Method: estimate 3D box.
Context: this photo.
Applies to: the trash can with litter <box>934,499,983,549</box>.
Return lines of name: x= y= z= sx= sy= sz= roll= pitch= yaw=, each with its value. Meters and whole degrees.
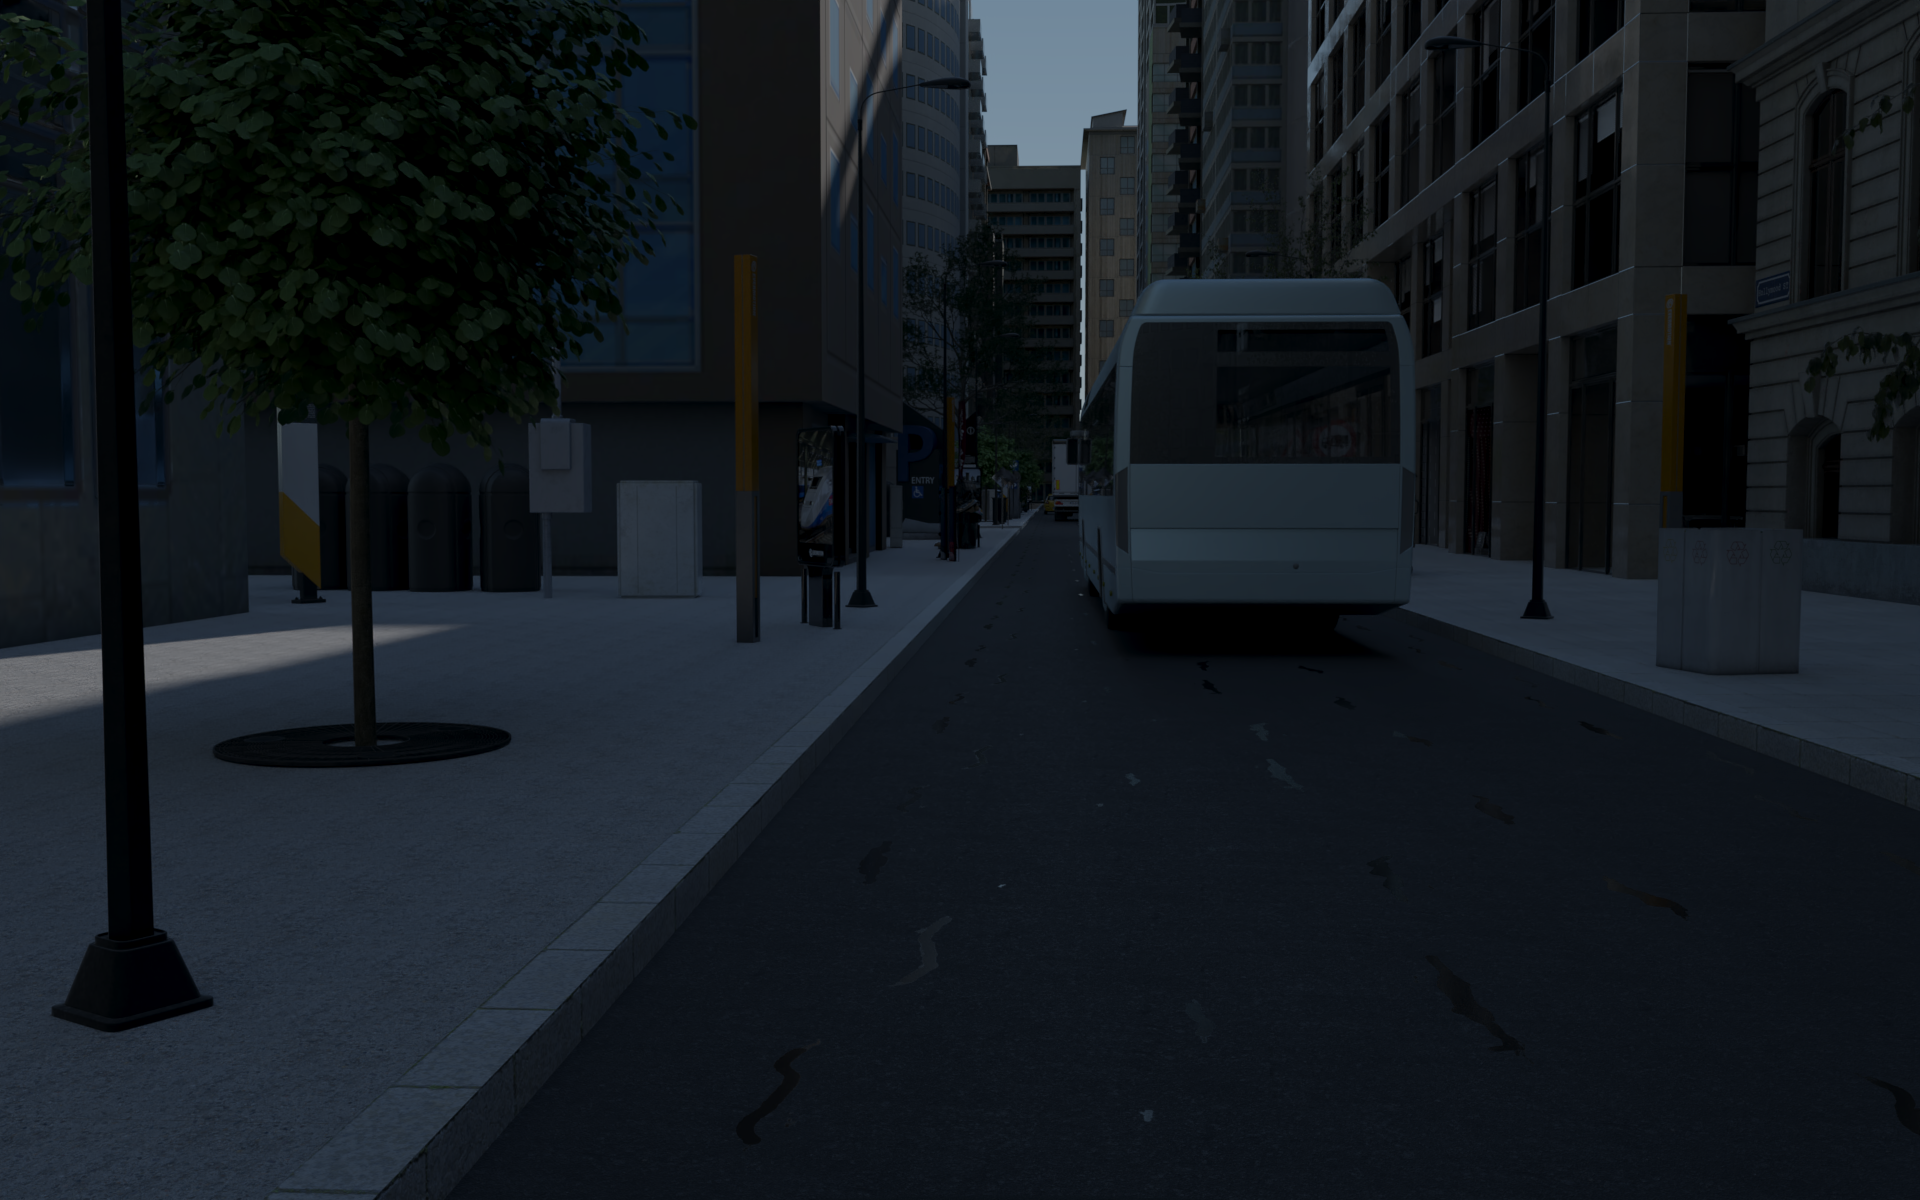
trash can with litter: x=-0.035 y=-1.769 z=40.312 sx=1.055 sy=1.170 sz=0.624 roll=-2 pitch=4 yaw=-27

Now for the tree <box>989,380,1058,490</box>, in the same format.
tree: x=3.846 y=-9.873 z=111.791 sx=4.360 sy=8.622 sz=3.978 roll=0 pitch=3 yaw=0

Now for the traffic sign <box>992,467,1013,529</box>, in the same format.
traffic sign: x=1.552 y=-3.643 z=63.213 sx=0.795 sy=2.450 sz=0.064 roll=0 pitch=4 yaw=3

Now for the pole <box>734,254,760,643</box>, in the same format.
pole: x=-1.831 y=-1.288 z=14.902 sx=0.158 sy=3.312 sz=0.155 roll=0 pitch=3 yaw=0

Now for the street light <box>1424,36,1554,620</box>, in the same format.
street light: x=5.416 y=-2.764 z=17.731 sx=1.470 sy=5.913 sz=1.316 roll=0 pitch=4 yaw=3

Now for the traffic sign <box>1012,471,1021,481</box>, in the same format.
traffic sign: x=2.932 y=-5.773 z=94.501 sx=0.768 sy=2.556 sz=0.104 roll=1 pitch=4 yaw=13

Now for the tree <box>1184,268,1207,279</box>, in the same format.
tree: x=8.070 y=-6.461 z=55.993 sx=4.737 sy=8.622 sz=4.395 roll=0 pitch=3 yaw=0

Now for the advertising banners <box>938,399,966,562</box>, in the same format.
advertising banners: x=-0.146 y=-2.253 z=33.027 sx=0.090 sy=3.025 sz=2.074 roll=-1 pitch=4 yaw=-13

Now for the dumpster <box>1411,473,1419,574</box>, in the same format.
dumpster: x=6.646 y=-1.360 z=27.993 sx=1.264 sy=1.857 sz=1.865 roll=0 pitch=4 yaw=3

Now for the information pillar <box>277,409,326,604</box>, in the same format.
information pillar: x=-7.713 y=-1.765 z=20.210 sx=0.183 sy=3.616 sz=0.504 roll=2 pitch=4 yaw=35

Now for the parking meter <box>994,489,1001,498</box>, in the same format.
parking meter: x=1.963 y=-4.975 z=89.758 sx=0.372 sy=1.533 sz=0.369 roll=0 pitch=3 yaw=0

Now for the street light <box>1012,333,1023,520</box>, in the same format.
street light: x=1.012 y=-4.749 z=50.185 sx=1.470 sy=5.913 sz=1.316 roll=0 pitch=4 yaw=3

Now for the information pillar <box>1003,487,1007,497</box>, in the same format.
information pillar: x=2.454 y=-6.112 z=91.278 sx=0.504 sy=3.616 sz=0.183 roll=-2 pitch=4 yaw=-32

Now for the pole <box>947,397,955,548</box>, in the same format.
pole: x=-0.214 y=-2.614 z=36.587 sx=0.158 sy=3.312 sz=0.155 roll=0 pitch=3 yaw=0

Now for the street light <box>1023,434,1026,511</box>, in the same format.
street light: x=2.023 y=-6.022 z=71.002 sx=1.470 sy=5.913 sz=1.316 roll=0 pitch=4 yaw=3

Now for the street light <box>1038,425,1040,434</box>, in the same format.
street light: x=3.769 y=-7.834 z=100.626 sx=1.470 sy=5.913 sz=1.316 roll=0 pitch=4 yaw=3

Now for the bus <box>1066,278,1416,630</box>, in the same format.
bus: x=2.893 y=-1.626 z=21.449 sx=2.948 sy=3.499 sz=13.247 roll=0 pitch=4 yaw=2

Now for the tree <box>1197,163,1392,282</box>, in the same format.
tree: x=7.379 y=-5.355 z=37.911 sx=4.360 sy=8.622 sz=3.978 roll=0 pitch=3 yaw=0

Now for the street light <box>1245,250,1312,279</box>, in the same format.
street light: x=6.141 y=-3.708 z=33.166 sx=1.470 sy=5.913 sz=1.316 roll=0 pitch=4 yaw=3

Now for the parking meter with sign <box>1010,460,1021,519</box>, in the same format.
parking meter with sign: x=2.871 y=-5.732 z=89.972 sx=0.543 sy=3.016 sz=1.738 roll=1 pitch=4 yaw=8

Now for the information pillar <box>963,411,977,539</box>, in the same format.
information pillar: x=0.222 y=-3.517 z=48.865 sx=0.504 sy=3.616 sz=0.183 roll=-1 pitch=4 yaw=-9

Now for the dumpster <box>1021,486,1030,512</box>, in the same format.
dumpster: x=4.150 y=-7.279 z=121.497 sx=1.502 sy=2.255 sz=1.985 roll=0 pitch=4 yaw=3

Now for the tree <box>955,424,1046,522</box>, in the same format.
tree: x=1.115 y=-5.891 z=80.030 sx=4.285 sy=4.588 sz=4.351 roll=0 pitch=3 yaw=0

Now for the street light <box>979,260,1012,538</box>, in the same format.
street light: x=0.242 y=-3.796 z=34.612 sx=1.470 sy=5.913 sz=1.316 roll=0 pitch=4 yaw=3

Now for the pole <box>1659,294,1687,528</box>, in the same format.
pole: x=7.315 y=-1.464 z=17.786 sx=0.158 sy=3.312 sz=0.155 roll=0 pitch=3 yaw=0

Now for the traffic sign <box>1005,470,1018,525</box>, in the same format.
traffic sign: x=1.978 y=-4.131 z=71.187 sx=0.795 sy=2.450 sz=0.064 roll=0 pitch=4 yaw=3

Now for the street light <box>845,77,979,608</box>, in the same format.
street light: x=-0.579 y=-2.871 z=19.484 sx=1.470 sy=5.913 sz=1.316 roll=0 pitch=4 yaw=3

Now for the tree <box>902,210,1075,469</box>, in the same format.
tree: x=0.218 y=-7.472 z=56.573 sx=7.601 sy=10.594 sz=8.767 roll=0 pitch=4 yaw=-7

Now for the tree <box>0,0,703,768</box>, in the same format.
tree: x=-2.936 y=-1.527 z=8.674 sx=4.285 sy=4.588 sz=4.351 roll=0 pitch=3 yaw=0

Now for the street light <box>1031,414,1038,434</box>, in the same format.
street light: x=2.971 y=-6.923 z=85.738 sx=1.470 sy=5.913 sz=1.316 roll=0 pitch=4 yaw=3

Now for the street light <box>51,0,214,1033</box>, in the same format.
street light: x=-1.516 y=-1.930 z=4.091 sx=1.470 sy=5.913 sz=1.316 roll=0 pitch=4 yaw=3
